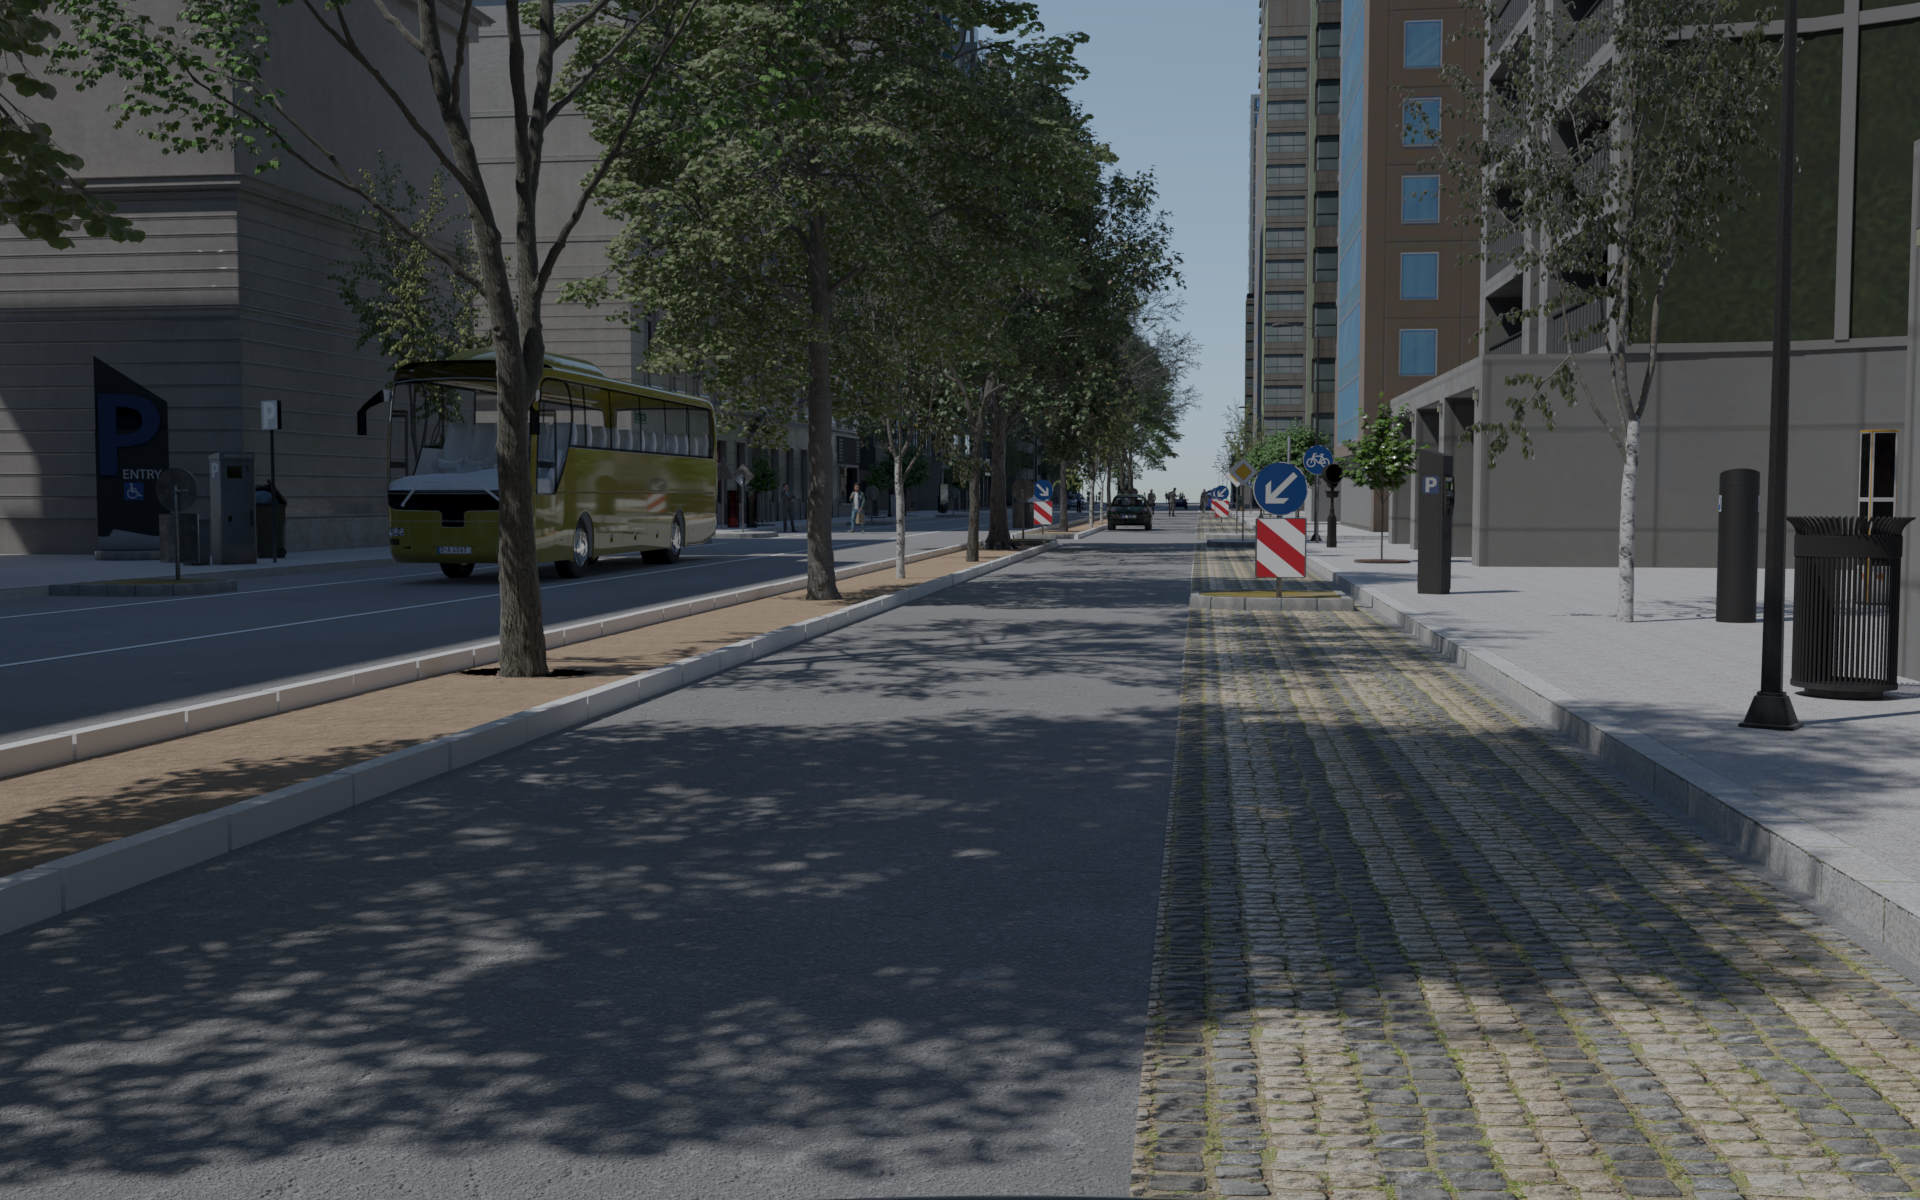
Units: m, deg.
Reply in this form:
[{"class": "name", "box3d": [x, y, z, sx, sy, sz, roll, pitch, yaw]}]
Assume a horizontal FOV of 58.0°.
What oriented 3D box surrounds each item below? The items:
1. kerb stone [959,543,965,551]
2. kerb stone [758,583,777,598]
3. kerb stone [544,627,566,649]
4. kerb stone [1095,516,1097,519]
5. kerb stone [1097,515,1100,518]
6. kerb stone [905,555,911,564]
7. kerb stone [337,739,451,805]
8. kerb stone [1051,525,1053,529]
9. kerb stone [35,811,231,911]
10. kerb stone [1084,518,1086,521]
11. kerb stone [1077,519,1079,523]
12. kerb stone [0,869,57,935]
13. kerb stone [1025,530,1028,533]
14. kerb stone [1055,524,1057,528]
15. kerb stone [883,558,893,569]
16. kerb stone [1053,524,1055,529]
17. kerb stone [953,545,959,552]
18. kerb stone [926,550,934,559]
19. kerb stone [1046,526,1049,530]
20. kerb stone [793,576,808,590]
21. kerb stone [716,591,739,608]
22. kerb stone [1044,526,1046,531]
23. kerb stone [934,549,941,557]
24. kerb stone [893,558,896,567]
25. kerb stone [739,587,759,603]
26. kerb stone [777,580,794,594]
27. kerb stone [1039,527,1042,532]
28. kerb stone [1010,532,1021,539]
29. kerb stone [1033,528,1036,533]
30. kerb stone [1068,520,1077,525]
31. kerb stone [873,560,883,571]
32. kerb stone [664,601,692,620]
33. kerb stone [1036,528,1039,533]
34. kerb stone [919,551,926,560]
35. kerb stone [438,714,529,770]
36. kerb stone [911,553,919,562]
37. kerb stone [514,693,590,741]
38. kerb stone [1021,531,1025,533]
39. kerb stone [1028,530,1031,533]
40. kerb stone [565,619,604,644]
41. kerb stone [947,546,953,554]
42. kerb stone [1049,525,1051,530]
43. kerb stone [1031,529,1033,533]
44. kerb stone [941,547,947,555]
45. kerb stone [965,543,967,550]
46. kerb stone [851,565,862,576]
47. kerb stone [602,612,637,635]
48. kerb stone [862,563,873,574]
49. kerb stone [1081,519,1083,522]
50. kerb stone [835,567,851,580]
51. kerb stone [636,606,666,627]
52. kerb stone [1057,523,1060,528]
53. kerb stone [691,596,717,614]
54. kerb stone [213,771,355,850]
[{"class": "kerb stone", "box3d": [-0.069, -1.289, 43.302, 0.120, 0.150, 1.000, 0, 4, 8]}, {"class": "kerb stone", "box3d": [-2.745, -0.109, 23.984, 0.120, 0.150, 1.000, 0, 4, 8]}, {"class": "kerb stone", "box3d": [-3.871, 0.387, 15.868, 0.120, 0.150, 1.000, 0, 4, 8]}, {"class": "kerb stone", "box3d": [7.468, -4.614, 97.627, 0.120, 0.150, 1.000, 0, 4, 8]}, {"class": "kerb stone", "box3d": [8.161, -4.920, 102.695, 0.120, 0.150, 1.000, 0, 4, 8]}, {"class": "kerb stone", "box3d": [-1.194, -0.793, 35.168, 0.120, 0.150, 1.000, 0, 4, 8]}, {"class": "kerb stone", "box3d": [-2.777, 0.841, 8.477, 0.120, 0.150, 1.000, 0, 4, 8]}, {"class": "kerb stone", "box3d": [3.532, -2.877, 69.244, 0.120, 0.150, 1.000, 0, 4, 8]}, {"class": "kerb stone", "box3d": [-3.058, 0.963, 6.445, 0.120, 0.150, 1.000, 0, 4, 8]}, {"class": "kerb stone", "box3d": [6.199, -4.048, 88.502, 0.120, 0.150, 1.000, 0, 4, 8]}, {"class": "kerb stone", "box3d": [5.495, -3.745, 83.440, 0.120, 0.150, 1.000, 0, 4, 8]}, {"class": "kerb stone", "box3d": [-3.201, 1.027, 5.432, 0.120, 0.150, 1.000, 0, 4, 8]}, {"class": "kerb stone", "box3d": [2.120, -2.251, 59.073, 0.120, 0.150, 1.000, 0, 4, 8]}, {"class": "kerb stone", "box3d": [3.806, -3.002, 71.280, 0.120, 0.150, 1.000, 0, 4, 8]}, {"class": "kerb stone", "box3d": [-1.483, -0.669, 33.128, 0.120, 0.150, 1.000, 0, 4, 8]}, {"class": "kerb stone", "box3d": [3.658, -2.940, 70.266, 0.120, 0.150, 1.000, 0, 4, 8]}, {"class": "kerb stone", "box3d": [-0.210, -1.229, 42.284, 0.120, 0.150, 1.000, 0, 4, 8]}, {"class": "kerb stone", "box3d": [-0.773, -0.980, 38.224, 0.120, 0.150, 1.000, 0, 4, 8]}, {"class": "kerb stone", "box3d": [3.238, -2.753, 67.211, 0.120, 0.150, 1.000, 0, 4, 8]}, {"class": "kerb stone", "box3d": [-2.462, -0.230, 26.012, 0.120, 0.150, 1.000, 0, 4, 8]}, {"class": "kerb stone", "box3d": [-3.026, 0.016, 21.959, 0.120, 0.150, 1.000, 0, 4, 8]}, {"class": "kerb stone", "box3d": [3.097, -2.690, 66.182, 0.120, 0.150, 1.000, 0, 4, 8]}, {"class": "kerb stone", "box3d": [-0.630, -1.043, 39.242, 0.120, 0.150, 1.000, 0, 4, 8]}, {"class": "kerb stone", "box3d": [-1.345, -0.731, 34.141, 0.120, 0.150, 1.000, 0, 4, 8]}, {"class": "kerb stone", "box3d": [-2.882, -0.046, 22.971, 0.120, 0.150, 1.000, 0, 4, 8]}, {"class": "kerb stone", "box3d": [-2.606, -0.164, 25.000, 0.120, 0.150, 1.000, 0, 4, 8]}, {"class": "kerb stone", "box3d": [2.822, -2.566, 64.152, 0.120, 0.150, 1.000, 0, 4, 8]}, {"class": "kerb stone", "box3d": [1.831, -2.131, 57.040, 0.120, 0.150, 1.000, 0, 4, 8]}, {"class": "kerb stone", "box3d": [2.536, -2.442, 62.119, 0.120, 0.150, 1.000, 0, 4, 8]}, {"class": "kerb stone", "box3d": [5.353, -3.684, 82.428, 0.120, 0.150, 1.000, 0, 4, 8]}, {"class": "kerb stone", "box3d": [-1.628, -0.606, 32.114, 0.120, 0.150, 1.000, 0, 4, 8]}, {"class": "kerb stone", "box3d": [-3.314, 0.138, 19.935, 0.120, 0.150, 1.000, 0, 4, 8]}, {"class": "kerb stone", "box3d": [2.687, -2.504, 63.132, 0.120, 0.150, 1.000, 0, 4, 8]}, {"class": "kerb stone", "box3d": [-0.913, -0.915, 37.206, 0.120, 0.150, 1.000, 0, 4, 8]}, {"class": "kerb stone", "box3d": [-2.627, 0.779, 9.489, 0.120, 0.150, 1.000, 0, 4, 8]}, {"class": "kerb stone", "box3d": [-1.052, -0.856, 36.193, 0.120, 0.150, 1.000, 0, 4, 8]}, {"class": "kerb stone", "box3d": [-2.494, 0.715, 10.502, 0.120, 0.150, 1.000, 0, 4, 8]}, {"class": "kerb stone", "box3d": [1.979, -2.190, 58.057, 0.120, 0.150, 1.000, 0, 4, 8]}, {"class": "kerb stone", "box3d": [2.253, -2.317, 60.086, 0.120, 0.150, 1.000, 0, 4, 8]}, {"class": "kerb stone", "box3d": [-3.727, 0.326, 16.888, 0.120, 0.150, 1.000, 0, 4, 8]}, {"class": "kerb stone", "box3d": [-0.354, -1.158, 41.272, 0.120, 0.150, 1.000, 0, 4, 8]}, {"class": "kerb stone", "box3d": [3.388, -2.815, 68.224, 0.120, 0.150, 1.000, 0, 4, 8]}, {"class": "kerb stone", "box3d": [2.394, -2.378, 61.102, 0.120, 0.150, 1.000, 0, 4, 8]}, {"class": "kerb stone", "box3d": [-0.495, -1.103, 40.260, 0.120, 0.150, 1.000, 0, 4, 8]}, {"class": "kerb stone", "box3d": [0.073, -1.347, 44.317, 0.120, 0.150, 1.000, 0, 4, 8]}, {"class": "kerb stone", "box3d": [-1.908, -0.479, 30.082, 0.120, 0.150, 1.000, 0, 4, 8]}, {"class": "kerb stone", "box3d": [-3.581, 0.263, 17.900, 0.120, 0.150, 1.000, 0, 4, 8]}, {"class": "kerb stone", "box3d": [-1.761, -0.545, 31.099, 0.120, 0.150, 1.000, 0, 4, 8]}, {"class": "kerb stone", "box3d": [5.923, -3.932, 86.476, 0.120, 0.150, 1.000, 0, 4, 8]}, {"class": "kerb stone", "box3d": [-2.035, -0.420, 29.067, 0.120, 0.150, 1.000, 0, 4, 8]}, {"class": "kerb stone", "box3d": [-3.456, 0.200, 18.923, 0.120, 0.150, 1.000, 0, 4, 8]}, {"class": "kerb stone", "box3d": [3.952, -3.060, 72.292, 0.120, 0.150, 1.000, 0, 4, 8]}, {"class": "kerb stone", "box3d": [-3.170, 0.076, 20.947, 0.120, 0.150, 1.000, 0, 4, 8]}, {"class": "kerb stone", "box3d": [-2.918, 0.905, 7.465, 0.120, 0.150, 1.000, 0, 4, 8]}]
